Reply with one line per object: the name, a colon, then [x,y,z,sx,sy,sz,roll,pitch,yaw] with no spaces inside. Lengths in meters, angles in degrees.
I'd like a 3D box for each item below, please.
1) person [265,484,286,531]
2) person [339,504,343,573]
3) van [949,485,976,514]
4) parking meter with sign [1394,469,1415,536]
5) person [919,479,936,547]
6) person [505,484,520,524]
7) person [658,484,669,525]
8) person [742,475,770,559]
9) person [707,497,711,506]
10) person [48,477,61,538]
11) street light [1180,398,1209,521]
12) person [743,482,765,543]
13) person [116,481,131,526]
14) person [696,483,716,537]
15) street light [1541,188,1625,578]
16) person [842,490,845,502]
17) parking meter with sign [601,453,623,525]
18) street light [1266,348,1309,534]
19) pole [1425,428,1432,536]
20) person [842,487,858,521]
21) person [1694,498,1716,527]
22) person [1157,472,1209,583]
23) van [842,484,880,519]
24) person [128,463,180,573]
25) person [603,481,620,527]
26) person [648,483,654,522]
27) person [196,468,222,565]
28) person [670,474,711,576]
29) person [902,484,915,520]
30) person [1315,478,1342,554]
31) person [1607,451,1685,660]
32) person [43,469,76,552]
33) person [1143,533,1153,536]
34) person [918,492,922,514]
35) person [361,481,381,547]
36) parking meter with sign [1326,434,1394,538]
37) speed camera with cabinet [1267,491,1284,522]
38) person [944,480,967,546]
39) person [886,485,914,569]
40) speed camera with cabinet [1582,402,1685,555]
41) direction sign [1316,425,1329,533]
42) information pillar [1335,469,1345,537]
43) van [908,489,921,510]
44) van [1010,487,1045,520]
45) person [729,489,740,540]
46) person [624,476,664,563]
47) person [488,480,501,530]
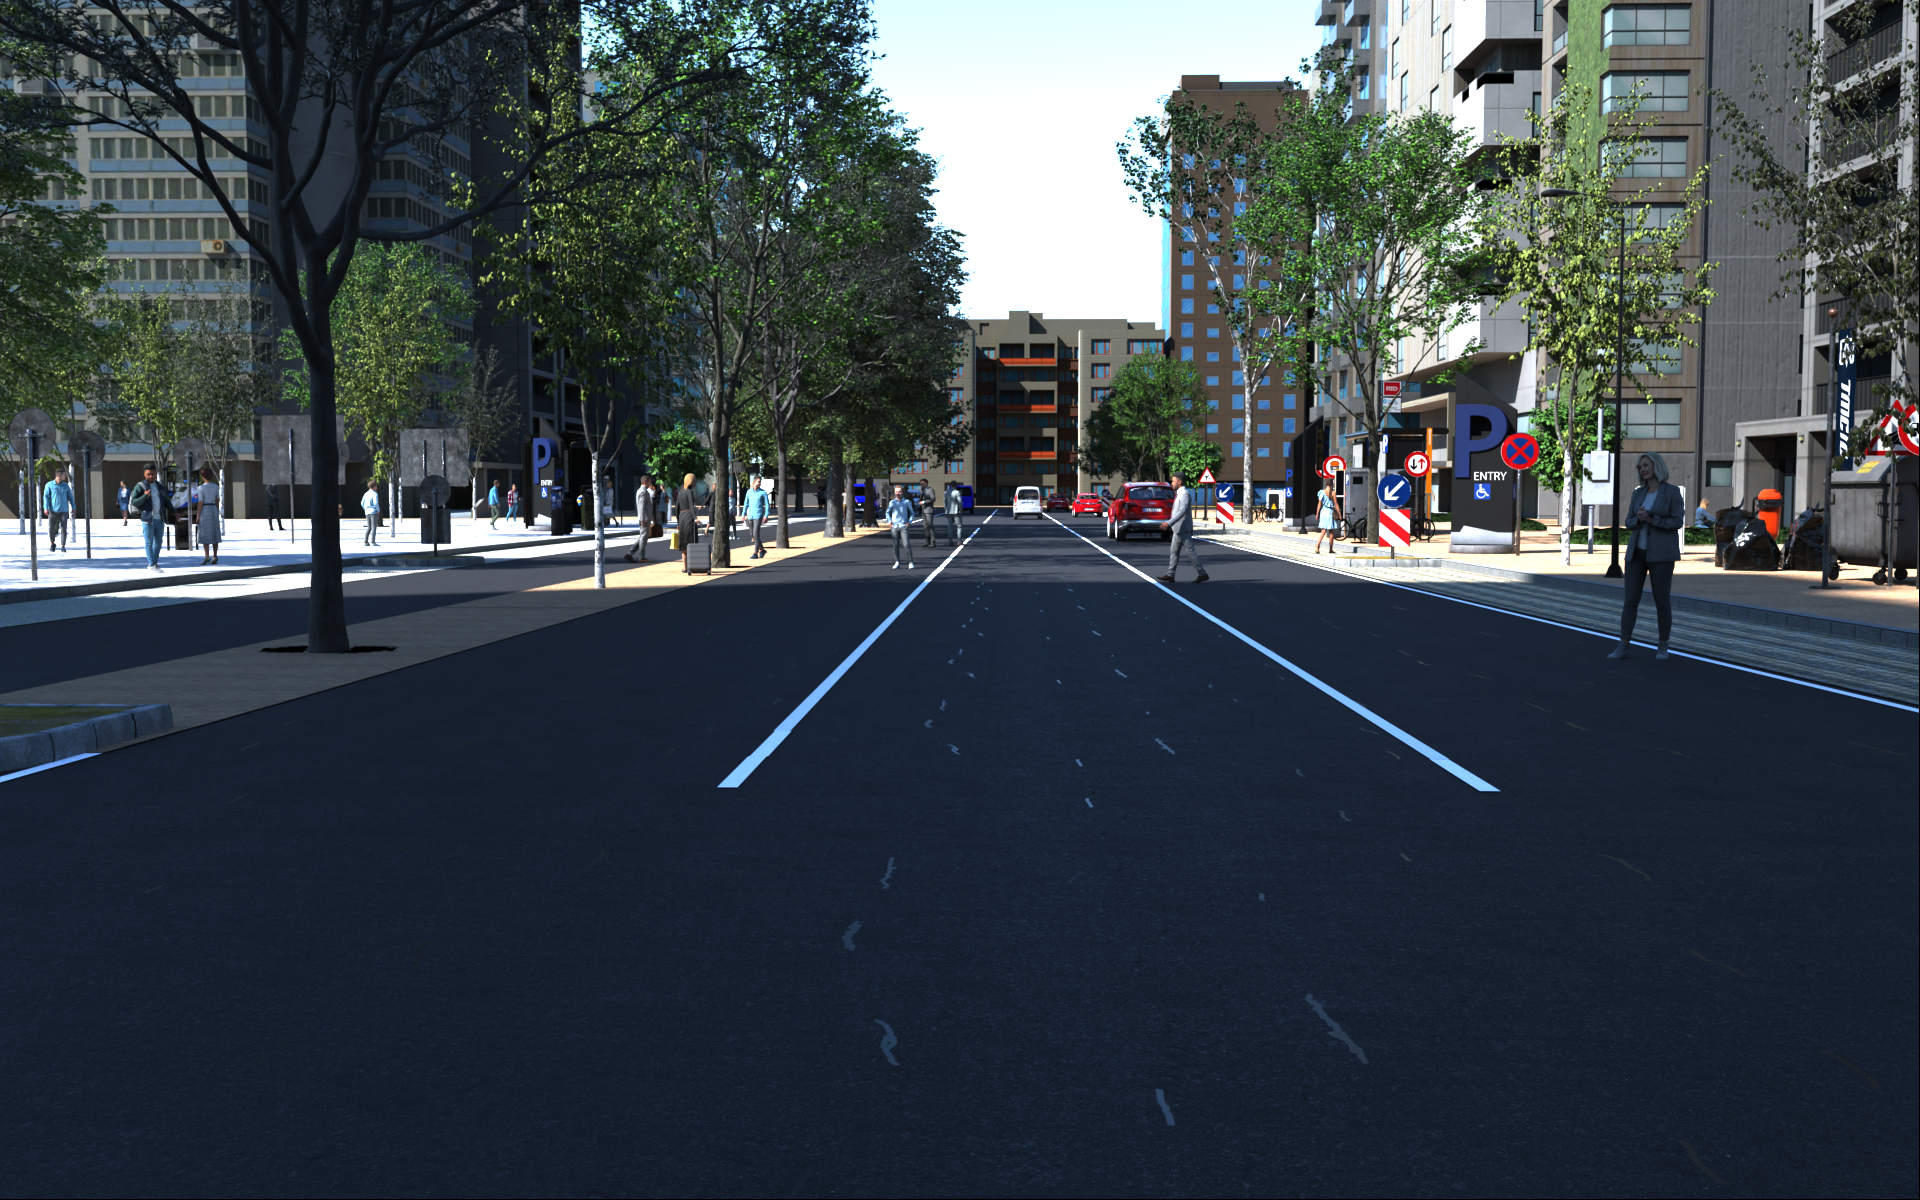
person: [-24.147,-3.402,61.026,0.648,1.900,0.474,1,4,22]
person: [-11.165,-1.086,30.940,0.352,1.250,0.332,0,4,2]
van: [0.052,-7.378,125.009,2.240,2.365,5.245,0,3,0]
parking meter with sign: [13.316,-3.490,53.323,0.543,3.016,1.738,-3,4,-38]
person: [-0.903,-2.342,46.593,0.447,1.846,0.655,-2,4,-28]
person: [-19.392,-4.174,75.124,0.643,1.720,0.563,2,4,34]
person: [-12.187,-3.924,71.197,0.522,1.701,0.512,1,4,20]
person: [-4.427,-1.821,38.136,0.638,1.841,0.748,2,4,35]
person: [-24.249,-9.528,167.519,0.421,1.427,0.697,-2,4,-32]
person: [-26.657,-2.729,50.999,0.444,1.785,0.601,2,4,24]
street light: [11.332,-6.798,83.685,1.470,5.913,1.316,0,4,2]
person: [-6.066,-2.595,51.286,0.694,1.780,0.624,3,4,38]
person: [-33.469,-3.876,69.438,0.581,1.822,0.654,0,4,5]
person: [-8.591,-3.017,58.043,1.509,1.804,0.699,0,4,-1]
street light: [9.522,-3.298,26.467,1.470,5.913,1.316,0,4,2]
person: [-11.062,-9.520,164.092,0.705,1.831,1.348,0,4,-7]
parking meter with sign: [-14.995,-4.657,72.398,1.738,3.016,0.543,-1,4,-11]
street light: [10.427,-5.055,55.190,1.470,5.913,1.316,0,4,2]
pole: [14.465,-3.645,53.437,0.158,3.312,0.155,0,3,0]
person: [-6.115,-5.189,93.348,1.348,1.824,0.705,1,4,12]
person: [22.255,-2.451,51.616,0.738,1.151,1.012,1,4,12]
person: [3.603,-1.173,27.955,0.850,1.792,0.678,0,4,5]
van: [-5.849,-6.039,103.123,2.240,2.365,5.245,0,4,0]
person: [-13.202,-1.340,28.302,0.721,1.781,0.623,1,4,20]
person: [-13.424,-3.678,66.535,0.624,1.780,0.694,1,4,9]
person: [-14.495,-4.567,80.936,0.478,1.798,0.641,-1,4,-14]
person: [-13.700,-1.522,31.490,0.524,1.755,0.480,2,4,30]
person: [-4.807,-1.352,30.830,0.699,1.804,1.509,-1,4,-10]
person: [-1.932,-3.209,61.362,0.661,1.777,0.834,0,4,1]
person: [8.826,-2.010,41.457,0.616,1.811,0.778,3,5,41]
person: [5.978,-0.386,14.997,0.526,1.800,0.537,-2,4,-30]
person: [-19.877,-1.977,38.238,0.638,1.841,0.748,-2,4,-29]
person: [6.314,-3.052,58.602,0.606,1.804,0.583,0,4,-7]
person: [-2.748,-7.245,127.753,0.445,1.727,0.742,2,4,31]
person: [-14.358,-2.108,42.320,0.589,1.601,0.330,3,5,42]
parking meter with sign: [11.575,-3.309,50.369,1.738,3.016,0.543,0,4,-2]
speed camera with cabinet: [15.295,-5.297,80.934,0.660,3.252,2.038,-3,5,-40]
person: [-0.163,-2.410,47.998,0.635,1.810,0.391,2,4,23]
person: [-1.152,-1.401,33.219,0.589,1.601,0.330,1,4,16]
speed camera with cabinet: [14.426,-2.614,37.076,2.038,3.252,0.660,1,4,22]
direction sign: [11.982,-3.991,57.256,0.379,3.537,0.876,3,4,38]
information pillar: [11.340,-2.888,51.710,0.304,2.012,0.304,1,4,13]
van: [-4.211,-8.943,153.235,2.013,2.044,4.112,0,4,1]
van: [3.867,-5.608,98.695,2.013,2.044,4.112,0,4,2]
person: [-7.234,-2.708,54.588,0.589,1.601,0.330,-3,5,-41]
person: [-6.568,-1.680,36.085,0.853,1.813,0.709,-1,4,-21]
person: [-16.624,-3.387,61.762,0.444,1.785,0.601,-2,4,-25]
